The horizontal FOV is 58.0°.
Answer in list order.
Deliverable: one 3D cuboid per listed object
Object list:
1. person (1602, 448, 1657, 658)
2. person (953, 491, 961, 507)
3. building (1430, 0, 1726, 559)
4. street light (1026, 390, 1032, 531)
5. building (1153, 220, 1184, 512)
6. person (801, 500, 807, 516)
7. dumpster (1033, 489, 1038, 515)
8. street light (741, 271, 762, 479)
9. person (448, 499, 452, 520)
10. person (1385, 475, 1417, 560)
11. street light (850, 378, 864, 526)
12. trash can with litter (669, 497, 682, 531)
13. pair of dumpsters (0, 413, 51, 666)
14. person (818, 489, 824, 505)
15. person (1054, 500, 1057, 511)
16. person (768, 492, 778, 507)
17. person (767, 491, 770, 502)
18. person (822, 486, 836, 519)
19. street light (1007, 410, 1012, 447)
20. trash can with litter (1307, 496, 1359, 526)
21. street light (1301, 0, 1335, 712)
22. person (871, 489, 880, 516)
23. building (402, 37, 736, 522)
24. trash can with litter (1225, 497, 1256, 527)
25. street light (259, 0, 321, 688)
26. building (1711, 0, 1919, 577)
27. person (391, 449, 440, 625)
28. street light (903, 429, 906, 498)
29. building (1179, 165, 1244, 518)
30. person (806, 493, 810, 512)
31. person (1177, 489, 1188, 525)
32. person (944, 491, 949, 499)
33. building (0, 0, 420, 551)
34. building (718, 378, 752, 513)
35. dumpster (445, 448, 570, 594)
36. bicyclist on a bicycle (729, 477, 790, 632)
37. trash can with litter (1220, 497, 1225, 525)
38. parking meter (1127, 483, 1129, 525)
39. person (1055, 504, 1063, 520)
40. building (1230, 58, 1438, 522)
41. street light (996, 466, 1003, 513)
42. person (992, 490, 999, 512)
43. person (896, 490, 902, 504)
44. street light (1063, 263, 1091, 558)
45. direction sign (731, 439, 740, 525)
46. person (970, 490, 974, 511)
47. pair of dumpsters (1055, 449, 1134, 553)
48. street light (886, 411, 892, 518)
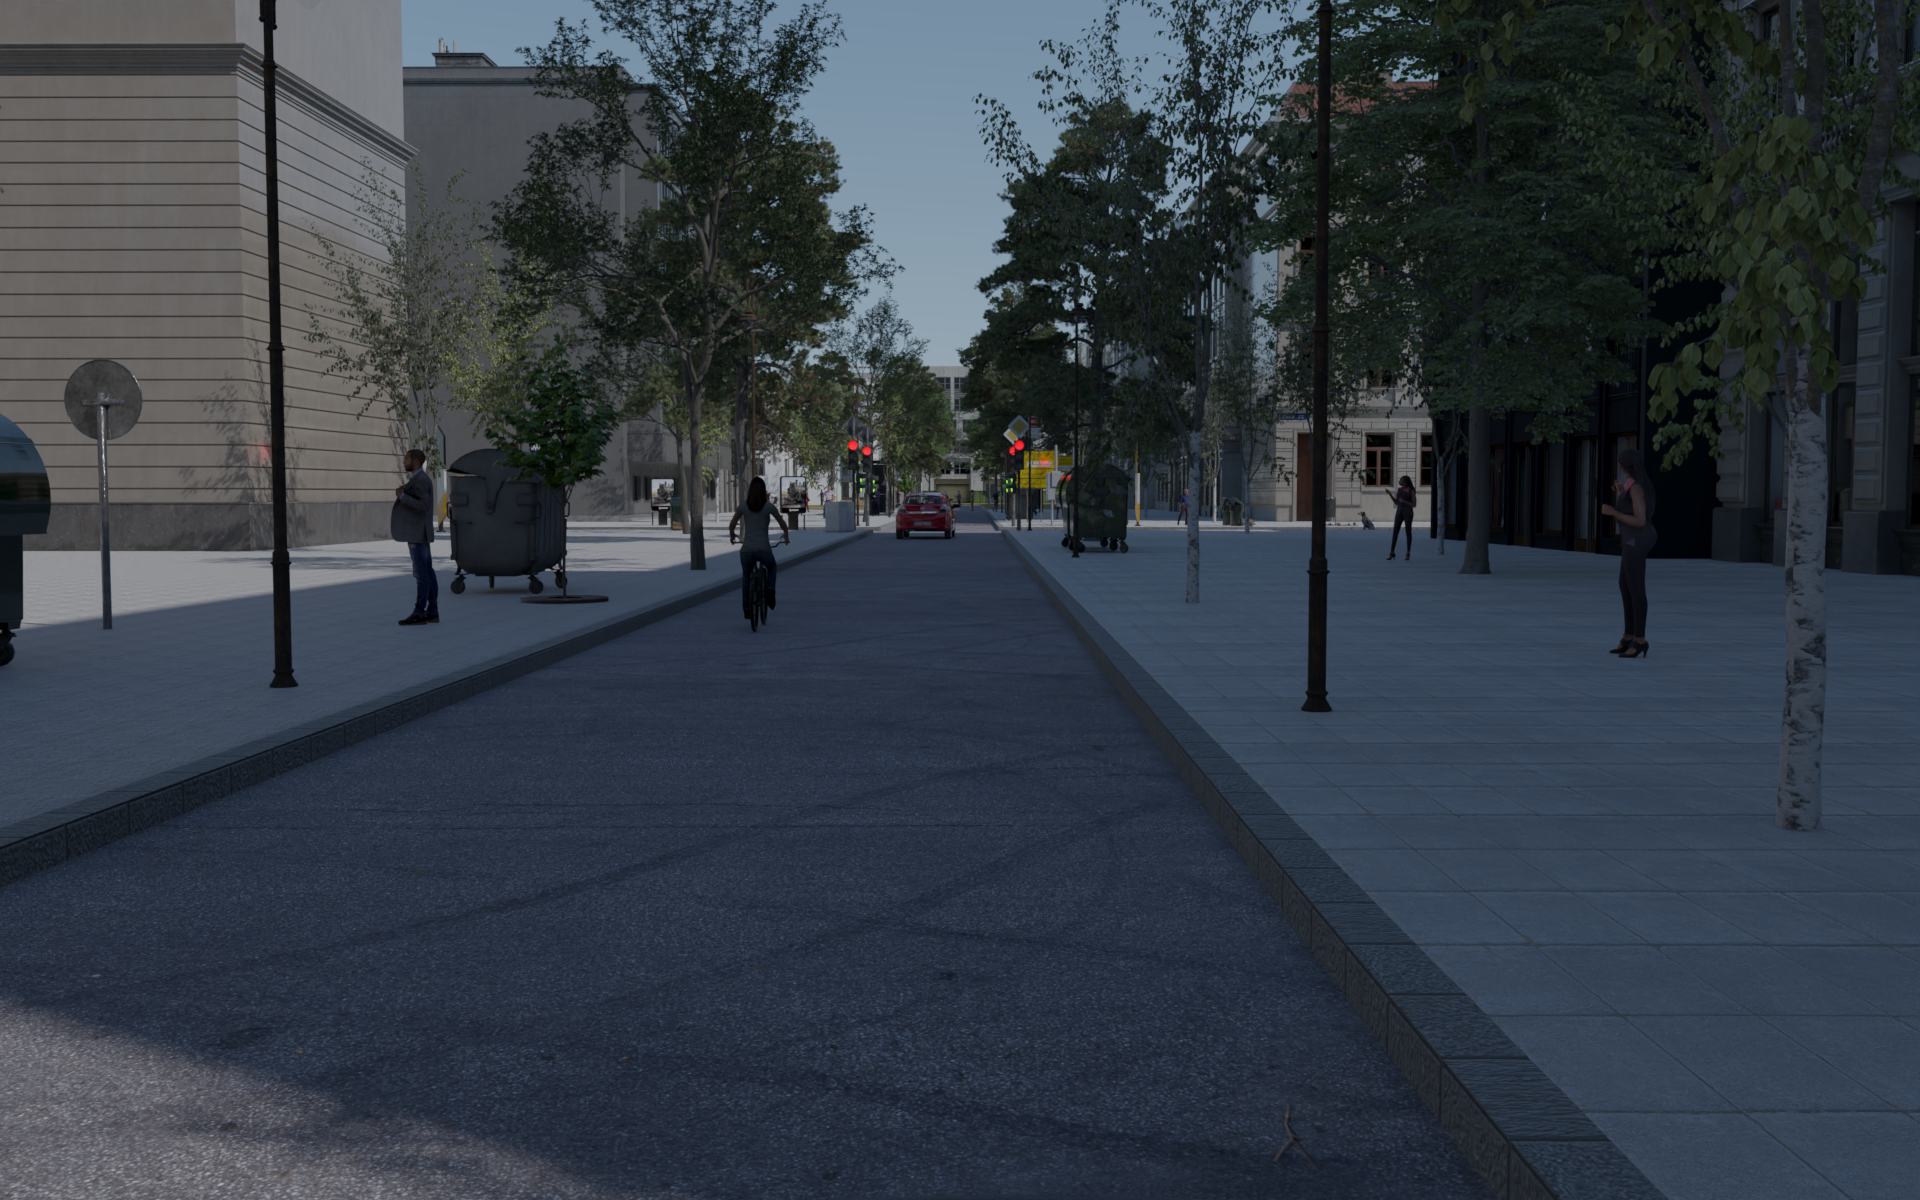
[{"bbox_3d":[5.253,-0.377,13.672,0.415,1.643,0.593,-1,4,-14],"label":"person"},{"bbox_3d":[-0.271,-10.521,181.052,0.750,1.759,0.617,-1,4,-16],"label":"person"},{"bbox_3d":[19.687,-12.950,41.417,12.332,23.373,15.834,0,4,0],"label":"building"},{"bbox_3d":[2.435,-5.356,60.351,0.468,5.910,1.993,0,4,0],"label":"street light"},{"bbox_3d":[21.286,-18.799,126.449,14.460,24.649,34.723,0,4,0],"label":"building"},{"bbox_3d":[-9.428,-5.711,101.369,0.963,1.587,0.435,0,4,-6],"label":"person"},{"bbox_3d":[4.239,-6.223,107.505,1.264,1.857,1.865,0,4,1],"label":"dumpster"},{"bbox_3d":[-4.309,-3.875,36.137,0.468,5.910,1.993,0,4,0],"label":"street light"},{"bbox_3d":[-18.851,-3.310,64.827,0.614,1.554,0.590,-2,4,-32],"label":"person"},{"bbox_3d":[8.531,-1.593,33.552,0.593,1.643,0.415,0,4,7],"label":"person"},{"bbox_3d":[-4.103,-5.907,69.367,0.468,5.910,1.993,0,4,0],"label":"street light"},{"bbox_3d":[-9.925,-3.041,61.112,0.624,1.170,1.055,-1,4,-13],"label":"trash can with litter"},{"bbox_3d":[-7.565,-0.508,10.795,1.574,2.255,4.436,0,4,1],"label":"pair of dumpsters"},{"bbox_3d":[-15.872,-11.760,198.345,0.705,1.821,1.348,2,4,29],"label":"person"},{"bbox_3d":[7.222,-7.663,133.549,0.471,1.553,0.569,3,5,41],"label":"person"},{"bbox_3d":[-15.230,-8.046,140.787,0.799,1.438,0.628,-2,4,-25],"label":"person"},{"bbox_3d":[-13.803,-7.071,123.929,0.482,1.546,0.388,-1,4,-11],"label":"person"},{"bbox_3d":[-6.836,-5.070,89.871,0.756,1.711,0.436,1,4,20],"label":"person"},{"bbox_3d":[2.742,-7.390,93.617,0.468,5.910,1.993,0,4,0],"label":"street light"},{"bbox_3d":[15.254,-3.597,69.869,2.233,1.210,1.678,2,4,27],"label":"trash can with litter"},{"bbox_3d":[2.112,-2.281,10.081,0.468,5.910,1.993,0,4,0],"label":"street light"},{"bbox_3d":[-4.889,-5.697,99.900,0.576,1.737,0.504,1,4,10],"label":"person"},{"bbox_3d":[-20.908,-16.826,94.173,14.314,24.678,30.058,0,4,0],"label":"building"},{"bbox_3d":[11.230,-3.510,68.778,1.055,1.170,0.624,2,4,26],"label":"trash can with litter"},{"bbox_3d":[-4.503,-2.359,11.357,0.468,5.910,1.993,0,4,0],"label":"street light"},{"bbox_3d":[19.273,-11.907,23.562,11.050,23.489,19.941,0,4,0],"label":"building"},{"bbox_3d":[-5.394,-0.625,17.075,0.431,1.722,0.655,0,4,-6],"label":"person"},{"bbox_3d":[-3.800,-8.965,119.368,0.468,5.910,1.993,0,4,0],"label":"street light"},{"bbox_3d":[18.575,-15.349,100.109,9.793,20.994,18.267,0,4,0],"label":"building"},{"bbox_3d":[-10.970,-7.053,123.066,0.593,1.614,0.444,2,4,30],"label":"person"},{"bbox_3d":[9.188,-3.808,70.992,0.574,1.496,0.600,1,4,9],"label":"person"},{"bbox_3d":[-1.607,-10.500,180.912,0.721,1.736,1.217,3,5,43],"label":"person"},{"bbox_3d":[-27.990,-15.083,43.864,25.104,27.353,12.463,0,4,0],"label":"building"},{"bbox_3d":[-21.774,-17.143,122.092,13.314,21.916,24.055,0,4,0],"label":"building"},{"bbox_3d":[-5.939,-1.044,22.825,1.264,1.857,1.865,0,4,0],"label":"dumpster"},{"bbox_3d":[-2.150,-0.516,18.458,1.499,1.676,1.625,0,4,-1],"label":"bicyclist on a bicycle"},{"bbox_3d":[11.141,-3.610,70.418,1.055,1.170,0.624,0,4,-3],"label":"trash can with litter"},{"bbox_3d":[6.780,-4.035,71.679,0.255,1.863,0.399,-2,4,-26],"label":"parking meter"},{"bbox_3d":[4.892,-4.765,85.416,0.593,1.643,0.415,1,4,10],"label":"person"},{"bbox_3d":[24.406,-15.176,84.286,21.152,22.565,11.583,0,4,0],"label":"building"},{"bbox_3d":[2.880,-8.925,118.713,0.468,5.910,1.993,0,4,0],"label":"street light"},{"bbox_3d":[2.536,-7.148,125.118,0.471,1.553,0.569,-1,4,-18],"label":"person"},{"bbox_3d":[-6.470,-10.895,184.622,0.568,1.767,0.683,1,4,14],"label":"person"},{"bbox_3d":[2.340,-3.796,34.860,0.468,5.910,1.993,0,4,0],"label":"street light"},{"bbox_3d":[-9.217,-4.841,71.154,0.379,3.537,0.876,-2,4,-27],"label":"direction sign"},{"bbox_3d":[1.030,-8.655,150.017,0.705,1.824,1.348,0,4,8],"label":"person"},{"bbox_3d":[3.055,-2.270,39.603,1.574,2.255,4.436,0,4,1],"label":"pair of dumpsters"},{"bbox_3d":[-3.860,-7.450,94.588,0.468,5.910,1.993,0,4,0],"label":"street light"}]
